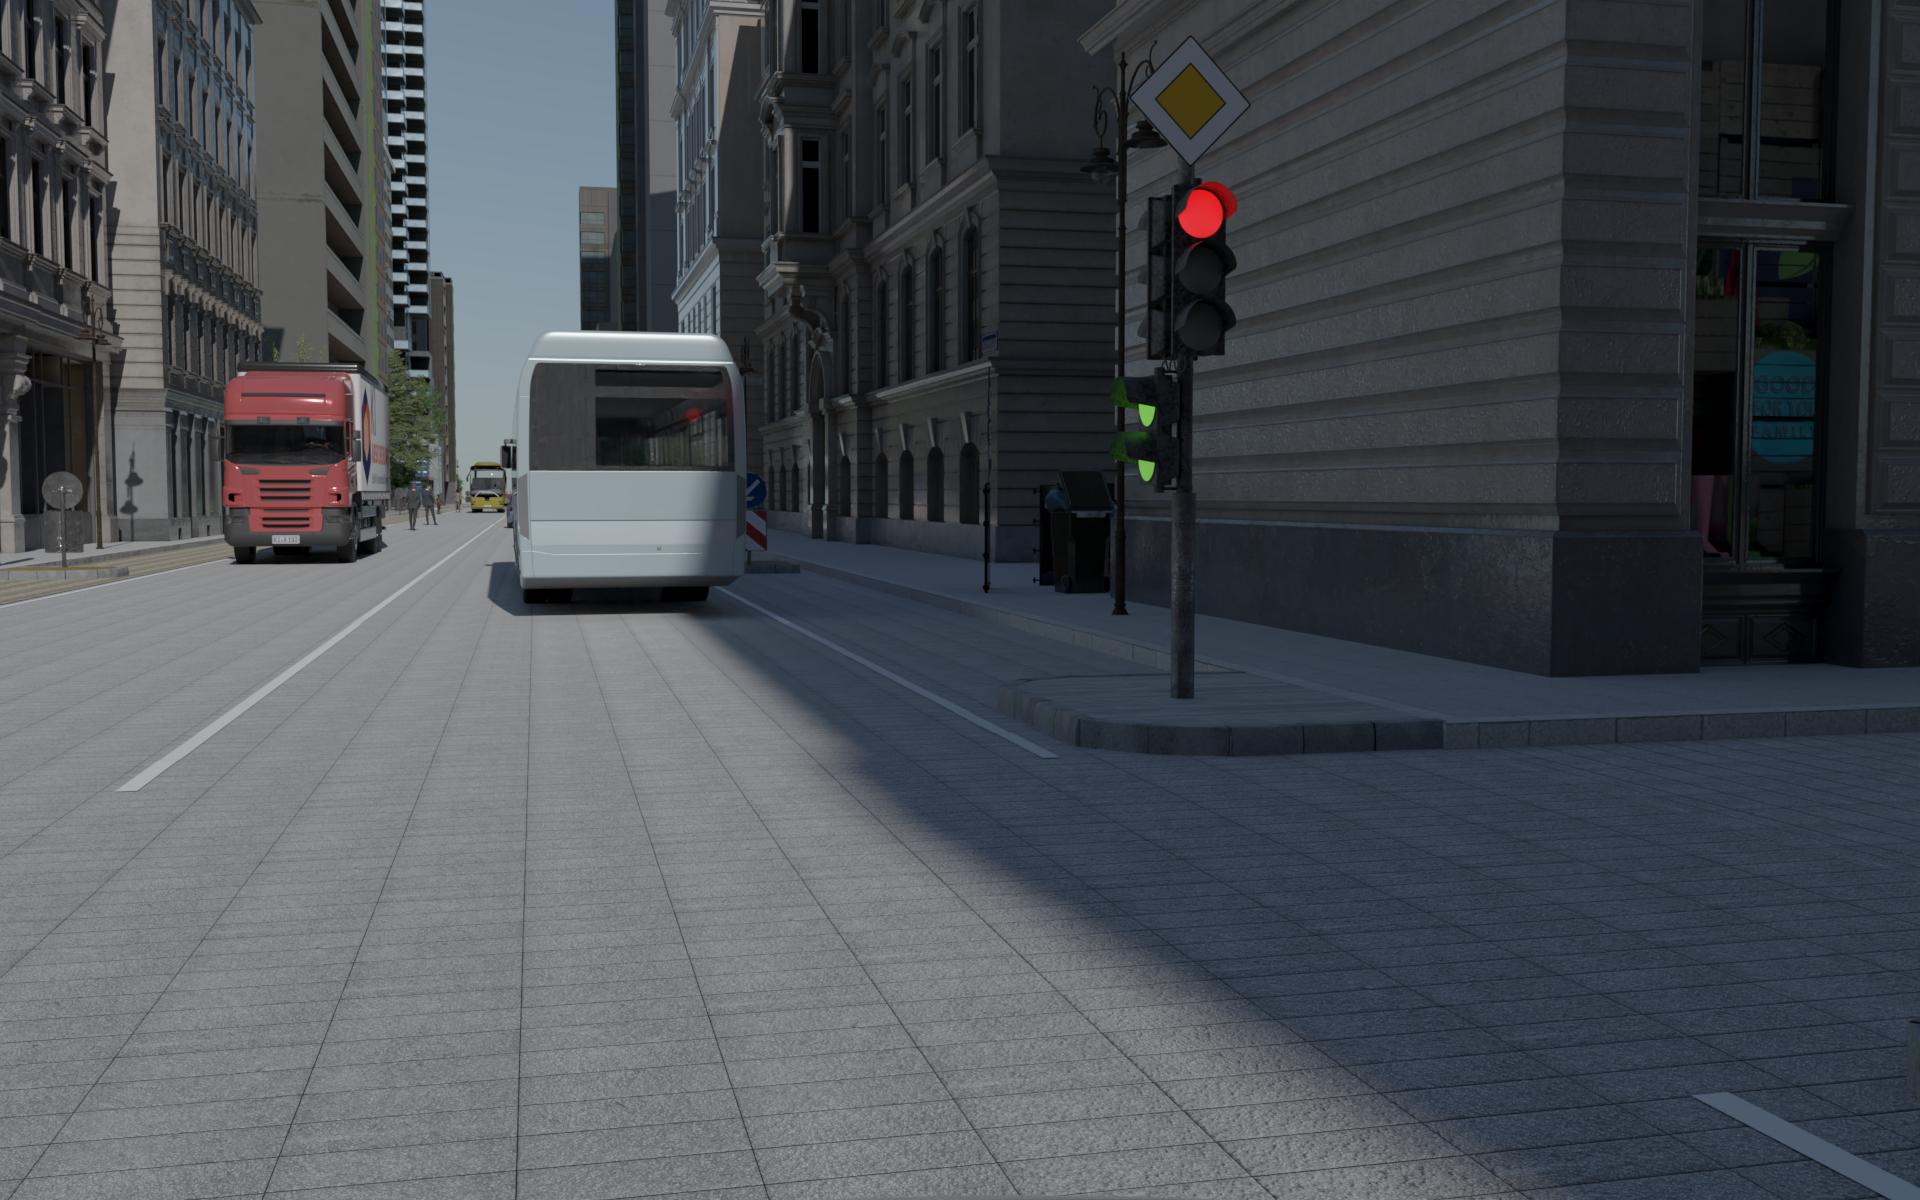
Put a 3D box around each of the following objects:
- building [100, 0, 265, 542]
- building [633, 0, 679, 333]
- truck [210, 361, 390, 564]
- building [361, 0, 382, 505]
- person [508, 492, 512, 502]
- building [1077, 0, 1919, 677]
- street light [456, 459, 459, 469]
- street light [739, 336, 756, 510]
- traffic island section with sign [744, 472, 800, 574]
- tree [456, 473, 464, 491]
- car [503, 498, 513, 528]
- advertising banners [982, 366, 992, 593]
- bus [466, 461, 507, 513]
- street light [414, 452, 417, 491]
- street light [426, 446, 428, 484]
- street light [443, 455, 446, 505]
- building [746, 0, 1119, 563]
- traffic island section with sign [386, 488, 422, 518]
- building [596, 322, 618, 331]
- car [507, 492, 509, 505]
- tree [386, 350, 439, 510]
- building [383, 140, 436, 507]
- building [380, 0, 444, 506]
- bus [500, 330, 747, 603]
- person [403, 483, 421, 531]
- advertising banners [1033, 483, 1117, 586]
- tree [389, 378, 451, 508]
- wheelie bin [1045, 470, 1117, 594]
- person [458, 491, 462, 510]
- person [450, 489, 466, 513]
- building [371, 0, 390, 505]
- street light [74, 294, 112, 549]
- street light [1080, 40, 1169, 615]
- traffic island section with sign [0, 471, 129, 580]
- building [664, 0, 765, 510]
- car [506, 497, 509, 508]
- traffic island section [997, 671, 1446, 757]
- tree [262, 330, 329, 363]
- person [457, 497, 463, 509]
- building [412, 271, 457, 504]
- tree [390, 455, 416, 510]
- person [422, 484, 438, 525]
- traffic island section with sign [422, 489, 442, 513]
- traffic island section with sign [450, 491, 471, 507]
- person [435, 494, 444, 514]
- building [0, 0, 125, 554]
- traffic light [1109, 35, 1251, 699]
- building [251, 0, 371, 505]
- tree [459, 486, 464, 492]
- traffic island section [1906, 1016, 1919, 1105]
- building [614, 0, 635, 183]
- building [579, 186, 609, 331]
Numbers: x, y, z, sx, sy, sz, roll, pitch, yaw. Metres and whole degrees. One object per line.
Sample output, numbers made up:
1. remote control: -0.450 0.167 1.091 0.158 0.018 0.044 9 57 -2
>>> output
1. building: -28.058 -12.517 53.810 9.793 20.994 18.267 -1 4 -14
2. building: -10.370 -34.842 111.667 21.231 58.520 28.212 -1 4 -14
3. truck: -14.581 -3.068 39.078 2.839 4.237 11.283 -1 4 -14
4. building: -43.790 -25.844 106.145 14.154 41.232 14.086 -1 4 -14
5. person: -57.399 -12.952 221.185 0.541 1.710 0.530 0 4 -7
6. building: 11.964 -11.581 18.224 19.941 23.489 11.050 -1 4 -14
7. street light: -66.345 -15.663 228.884 0.468 5.910 1.993 -1 4 -14
8. street light: -6.285 -4.770 50.776 0.468 5.910 1.993 -1 4 -14
9. traffic island section with sign: -4.088 -1.429 31.984 1.989 1.847 2.006 -1 4 -14
10. tree: -68.242 -15.200 232.233 4.285 4.588 4.351 0 3 0
11. car: -18.398 -3.773 73.684 2.014 1.417 4.499 -1 4 -15
12. advertising banners: 0.377 -1.655 23.249 0.090 3.025 2.074 0 4 3
13. bus: -36.464 -8.714 134.015 2.896 3.916 12.252 -1 4 -14
14. street light: -46.299 -10.661 147.096 0.468 5.910 1.993 -1 4 -14
15. street light: -50.316 -11.665 163.511 0.468 5.910 1.993 -1 4 -14
16. street light: -58.330 -13.651 195.982 0.468 5.910 1.993 -1 4 -14
17. building: 1.644 -14.061 48.978 14.460 24.649 34.723 -1 4 -14
18. traffic island section with sign: -33.837 -5.881 104.790 1.989 1.847 2.006 -1 4 -14
19. building: -26.315 -21.204 191.731 27.650 21.520 28.899 -1 4 -14
20. car: -59.556 -13.223 224.871 2.281 1.827 5.304 -1 4 -12
21. tree: -44.692 -13.284 135.321 7.486 12.596 7.792 0 3 0
22. building: -68.736 -29.197 169.252 32.217 40.220 23.993 -1 4 -14
23. building: -70.407 -54.007 195.685 22.319 86.520 31.000 -1 4 -14
24. bus: -5.391 -1.907 26.037 2.948 3.499 13.247 -1 4 -15
25. person: -21.542 -3.665 68.196 0.659 1.850 0.755 -1 4 -9
26. advertising banners: 1.990 -1.732 24.507 2.074 3.025 0.090 -1 4 -23
27. tree: -49.159 -14.005 154.729 9.928 11.665 9.643 0 3 0
28. wheelie bin: 1.540 -0.896 22.559 0.980 1.594 0.693 -1 4 -22
29. person: -44.070 -8.776 152.779 0.721 1.735 1.217 -2 4 -25
30. person: -38.929 -7.693 134.276 1.348 1.824 0.705 1 4 13
31. building: -47.592 -28.716 119.625 14.600 45.320 14.200 -1 4 -14
32. street light: -20.062 -4.124 40.221 0.468 5.910 1.993 -1 4 -14
33. street light: 1.704 -2.782 18.269 0.468 5.910 1.993 -1 4 -14
34. traffic island section with sign: -15.430 -1.285 29.645 1.989 1.847 2.006 -1 4 -14
35. building: -5.423 -17.745 76.028 13.634 28.700 20.117 -1 4 -14
36. car: -49.370 -10.786 185.394 2.155 1.783 4.494 -1 4 -12
37. traffic island section: 1.423 0.695 10.916 2.009 0.180 2.903 -1 4 -14
38. tree: -30.179 -7.819 78.195 4.737 8.622 4.395 0 3 0
39. person: -46.604 -9.288 161.078 1.217 1.735 0.721 3 5 43
40. building: -71.889 -27.453 220.562 14.160 30.474 14.107 -1 4 -14
41. tree: -46.226 -9.693 142.186 4.285 4.588 4.351 0 3 0
42. person: -24.484 -4.410 79.960 0.648 1.900 0.474 0 4 6
43. traffic island section with sign: -40.314 -7.498 131.224 1.989 1.847 2.006 -1 4 -14
44. traffic island section with sign: -53.533 -10.799 185.195 1.989 1.847 2.006 -1 4 -14
45. person: -36.631 -6.728 121.758 0.557 1.426 1.065 1 4 14
46. building: -21.945 -10.655 25.124 10.553 20.767 40.483 -1 4 -14
47. traffic light: 1.382 -1.338 10.792 0.839 4.253 0.868 -1 4 -14
48. building: -42.554 -28.391 87.889 21.300 48.544 21.600 -1 4 -14
49. tree: -68.561 -14.774 236.155 1.663 3.219 1.824 0 3 0
50. traffic island section: 3.323 1.169 3.160 2.009 0.180 2.903 -1 4 -14
51. building: -19.021 -27.414 131.814 14.154 41.232 14.086 -1 4 -14
52. building: -44.015 -33.636 233.546 14.154 41.232 14.086 -1 4 -14
